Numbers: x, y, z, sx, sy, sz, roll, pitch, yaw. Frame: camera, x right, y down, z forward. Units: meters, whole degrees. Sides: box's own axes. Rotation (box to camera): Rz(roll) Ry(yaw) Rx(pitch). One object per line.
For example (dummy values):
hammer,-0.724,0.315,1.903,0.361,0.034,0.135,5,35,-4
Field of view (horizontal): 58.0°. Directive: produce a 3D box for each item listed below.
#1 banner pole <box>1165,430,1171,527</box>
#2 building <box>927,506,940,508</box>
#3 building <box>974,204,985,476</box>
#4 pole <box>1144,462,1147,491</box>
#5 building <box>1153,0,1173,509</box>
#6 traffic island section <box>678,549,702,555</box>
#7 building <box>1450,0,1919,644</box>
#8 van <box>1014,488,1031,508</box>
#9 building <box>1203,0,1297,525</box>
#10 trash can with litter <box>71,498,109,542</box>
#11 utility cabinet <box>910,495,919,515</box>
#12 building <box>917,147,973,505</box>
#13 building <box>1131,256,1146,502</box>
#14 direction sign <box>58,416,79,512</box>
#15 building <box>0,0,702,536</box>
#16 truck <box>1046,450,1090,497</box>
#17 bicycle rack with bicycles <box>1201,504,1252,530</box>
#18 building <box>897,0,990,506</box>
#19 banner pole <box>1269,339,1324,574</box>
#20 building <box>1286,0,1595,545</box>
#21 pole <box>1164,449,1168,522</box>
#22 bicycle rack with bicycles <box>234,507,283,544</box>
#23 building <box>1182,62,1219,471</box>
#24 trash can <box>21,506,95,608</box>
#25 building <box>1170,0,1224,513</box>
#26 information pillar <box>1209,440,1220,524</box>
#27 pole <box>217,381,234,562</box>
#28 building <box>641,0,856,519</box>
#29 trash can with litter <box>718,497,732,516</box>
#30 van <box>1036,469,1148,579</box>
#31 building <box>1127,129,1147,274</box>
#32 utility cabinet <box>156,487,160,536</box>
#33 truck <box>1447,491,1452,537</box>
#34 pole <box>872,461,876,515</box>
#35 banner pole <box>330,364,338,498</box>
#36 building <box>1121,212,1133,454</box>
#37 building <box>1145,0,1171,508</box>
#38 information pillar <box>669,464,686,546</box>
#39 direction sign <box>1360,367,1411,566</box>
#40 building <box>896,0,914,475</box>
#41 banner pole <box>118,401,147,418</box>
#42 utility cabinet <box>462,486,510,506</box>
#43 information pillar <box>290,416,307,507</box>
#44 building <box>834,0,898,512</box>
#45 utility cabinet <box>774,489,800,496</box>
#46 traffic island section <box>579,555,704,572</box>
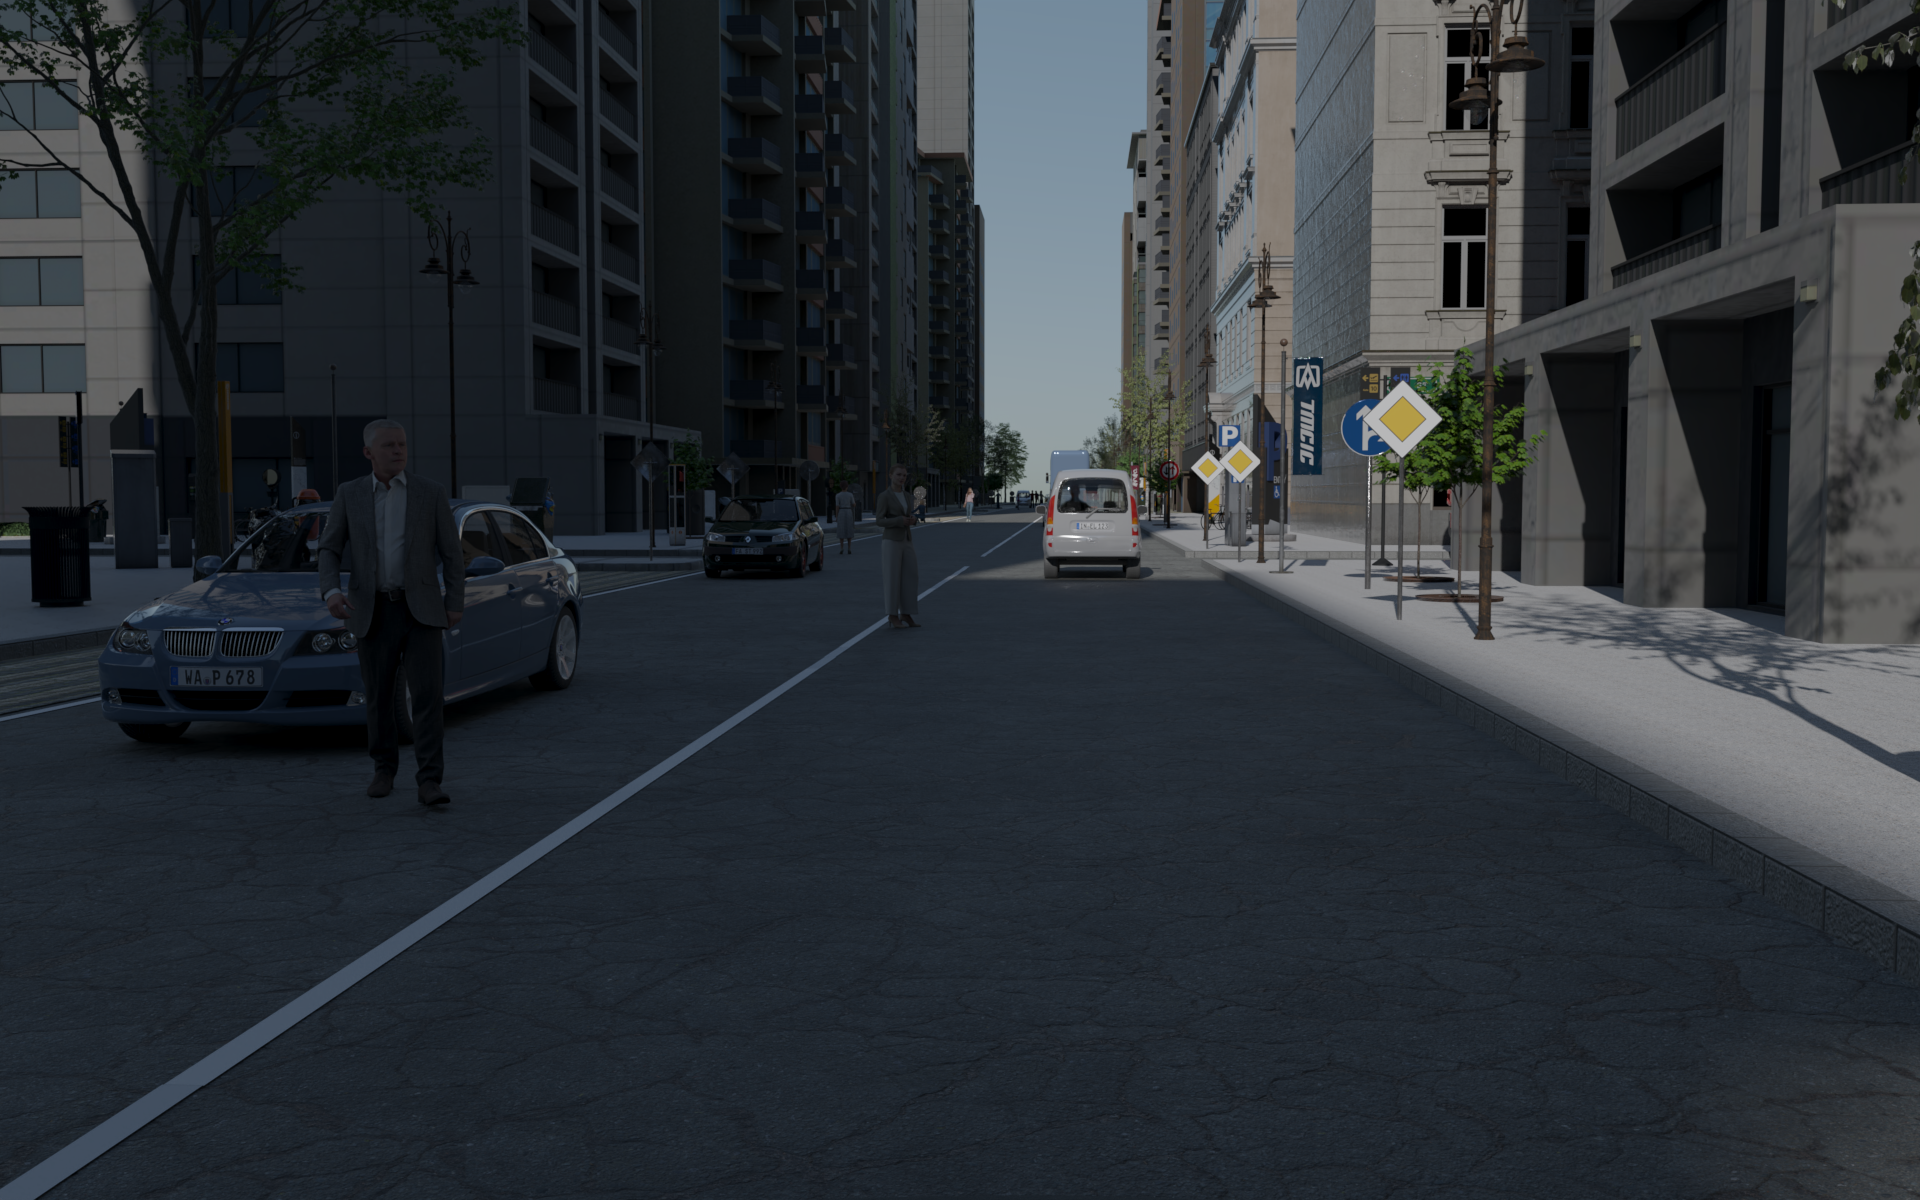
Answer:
banner pole,8.026,-4.675,66.455,0.401,3.779,0.863,0,4,2
building,-12.519,-44.620,167.783,20.563,71.187,20.611,0,4,4
building,-3.555,-37.337,260.573,14.600,45.320,14.200,0,4,4
pole,11.921,-7.198,111.536,0.158,3.312,0.155,0,3,0
building,27.502,-29.953,144.359,22.147,44.769,28.867,0,4,4
traffic island section,-5.417,-1.160,41.243,2.009,0.180,2.903,0,4,4
building,17.870,-35.366,16.490,20.563,71.187,20.611,0,4,4
van,6.541,-10.488,178.489,2.013,2.044,4.112,0,4,2
building,18.834,-17.973,79.760,13.634,28.700,20.117,0,4,4
trash can with litter,-23.162,-2.116,45.980,1.055,1.170,0.624,1,4,15
utility cabinet,-2.886,-5.807,106.103,1.020,1.237,0.306,1,4,20
building,-9.817,-34.436,217.649,22.147,44.769,28.867,0,4,4
building,28.430,-26.843,210.580,14.160,30.474,14.107,0,4,4
direction sign,-26.057,-3.589,50.685,0.379,3.537,0.876,0,4,6
building,-20.602,-38.146,61.946,20.563,71.187,20.611,0,4,4
truck,6.514,-6.781,100.630,2.967,4.110,18.799,0,4,2
bicycle rack with bicycles,9.855,-2.945,61.534,2.925,0.926,2.852,-1,4,-22
building,-6.247,-49.129,241.504,20.563,71.187,20.611,0,4,4
banner pole,5.436,-2.318,27.923,0.863,3.779,0.401,1,4,13
building,32.134,-16.671,48.982,44.131,29.872,17.030,0,4,4
pole,9.349,-5.178,78.510,0.158,3.312,0.155,0,3,0
bicycle rack with bicycles,-18.426,-1.987,45.866,2.925,0.926,2.852,-1,4,-20
building,21.055,-18.894,102.432,14.314,27.812,24.014,0,4,4
trash can,-10.266,-0.496,19.761,0.748,1.137,0.748,0,3,0
building,22.197,-28.907,122.732,14.600,45.320,14.200,0,4,4
information pillar,10.860,-5.062,74.120,0.504,3.616,0.183,0,4,-1
pole,-13.284,-2.293,31.338,0.158,3.312,0.155,0,3,0
building,-17.670,-26.995,95.987,22.147,44.769,28.867,0,4,4
trash can with litter,-8.859,-3.377,66.598,0.624,1.170,1.055,-3,4,-37
van,2.332,-1.446,30.655,2.013,2.044,4.112,0,4,4
building,38.215,-40.096,244.813,28.713,52.752,27.495,0,4,4
utility cabinet,-23.965,-2.551,50.386,1.173,1.500,0.318,-3,4,-36
truck,15.587,-2.925,36.744,11.283,4.237,2.839,0,4,3
pole,-5.251,-6.842,105.712,0.158,3.312,0.155,0,3,0
banner pole,-12.117,-2.664,33.567,0.401,3.779,0.863,-1,4,-22
building,31.876,-37.690,266.342,14.600,45.320,14.200,0,4,4
building,29.064,-38.556,172.386,21.231,58.520,28.212,0,4,4
information pillar,-6.999,-2.347,42.863,0.304,2.012,0.304,-3,5,-39
direction sign,7.586,-2.385,30.986,0.876,3.537,0.379,0,4,4
building,-18.215,-33.971,144.666,28.713,52.752,27.495,0,4,4
banner pole,-22.364,-3.474,46.809,0.863,3.779,0.401,-2,4,-30
utility cabinet,-12.394,-2.240,45.301,1.173,1.500,0.318,-2,4,-34
information pillar,-20.038,-3.738,52.477,0.183,3.616,0.504,2,4,33
building,-12.136,-26.911,123.590,14.154,41.232,14.086,0,4,4
utility cabinet,-8.082,-4.412,80.807,1.173,1.500,0.318,-1,4,-20
traffic island section,-5.953,-0.672,33.276,2.009,0.180,2.903,0,4,4
